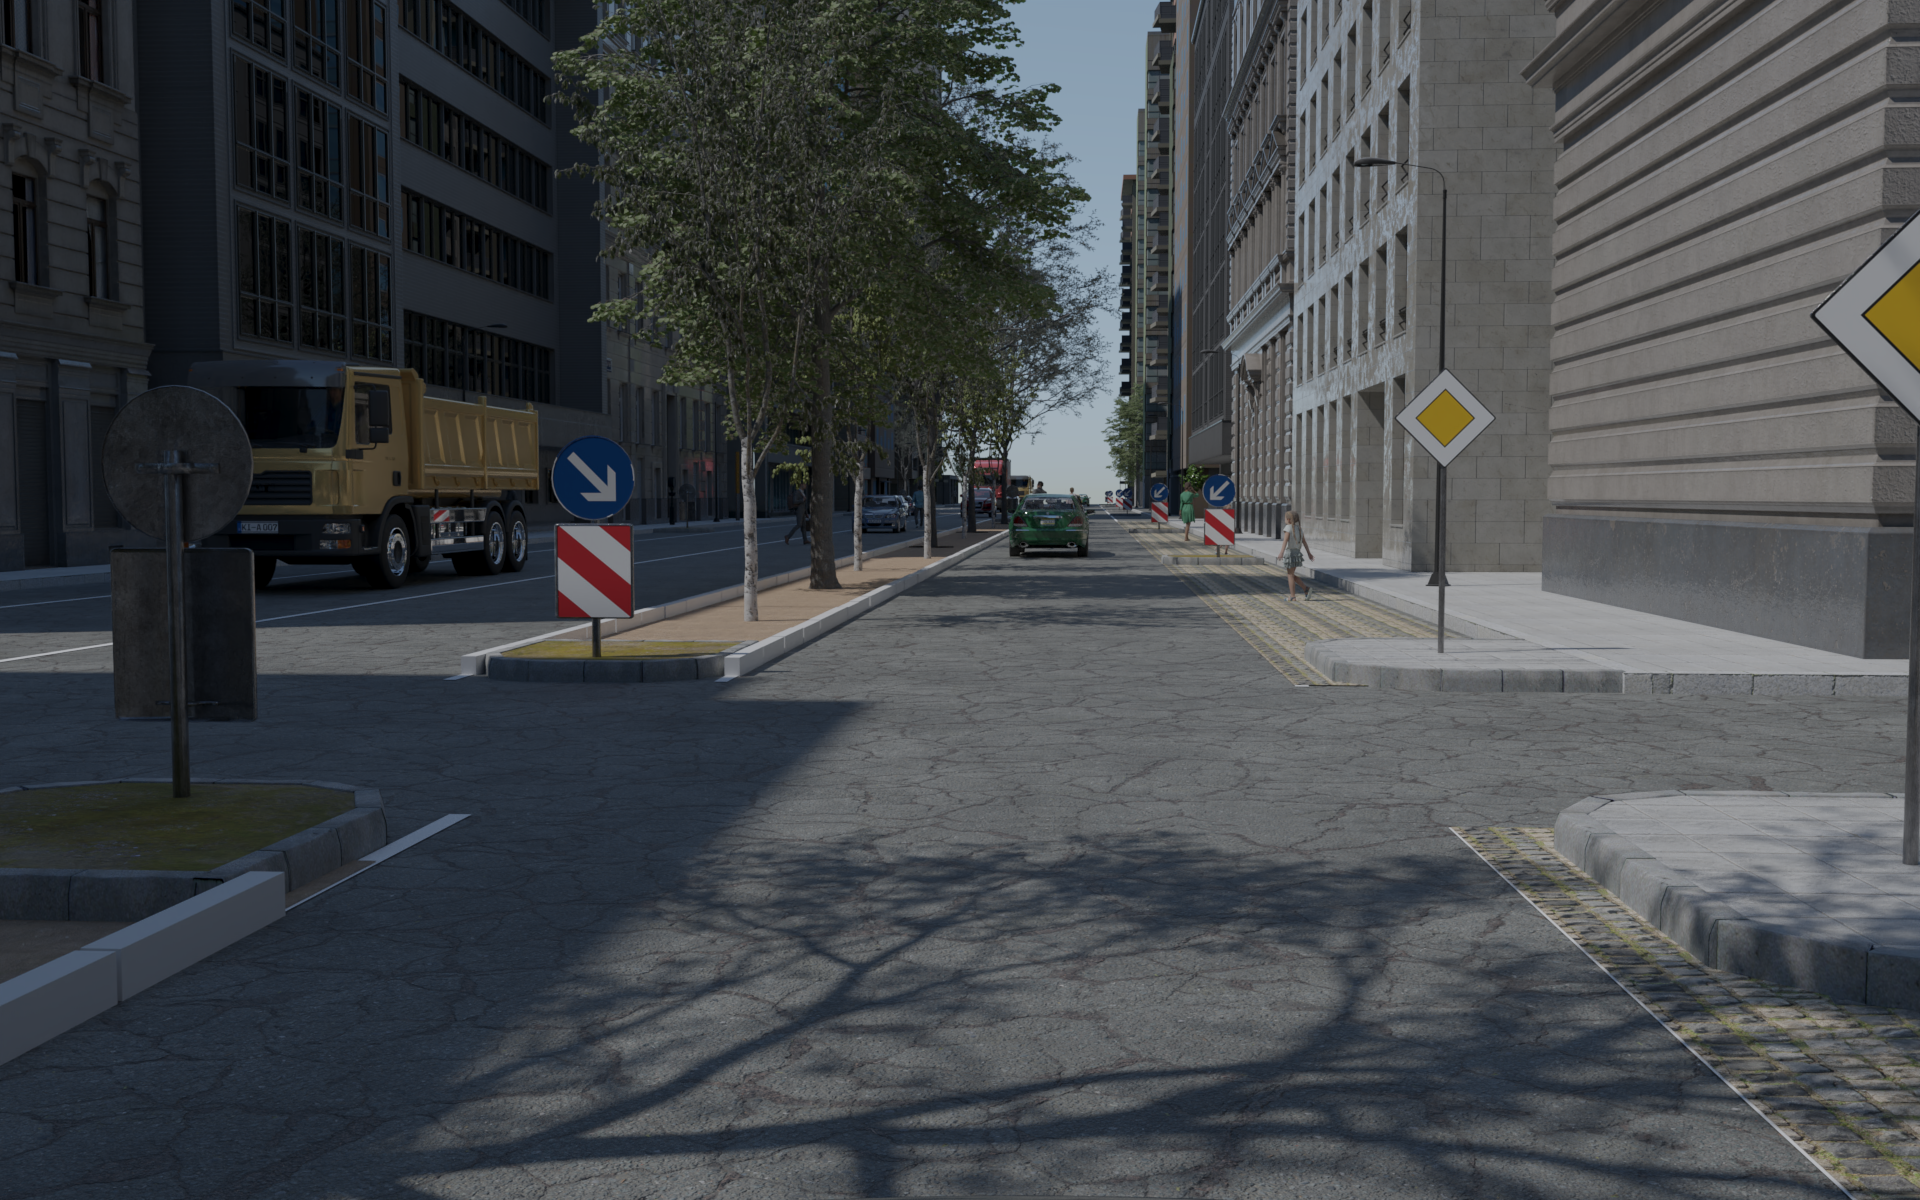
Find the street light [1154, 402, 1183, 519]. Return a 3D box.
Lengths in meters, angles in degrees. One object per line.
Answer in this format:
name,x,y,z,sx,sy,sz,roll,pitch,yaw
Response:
street light,10.709,-7.042,87.673,1.470,5.913,1.316,0,4,4

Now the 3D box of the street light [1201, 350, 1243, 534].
street light,8.438,-5.095,55.852,1.470,5.913,1.316,0,4,4

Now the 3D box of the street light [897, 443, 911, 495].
street light,-5.079,-11.249,156.459,1.470,5.913,1.316,0,4,4

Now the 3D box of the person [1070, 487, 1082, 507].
person,5.140,-4.218,78.139,0.731,1.740,0.598,1,4,10

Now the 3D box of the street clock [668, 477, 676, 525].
street clock,-11.961,-4.121,71.941,0.358,2.002,0.471,0,4,4

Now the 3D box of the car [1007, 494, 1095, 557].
car,2.139,-1.788,41.028,2.131,1.459,4.920,0,4,4

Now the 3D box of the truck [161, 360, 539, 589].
truck,-9.571,-1.977,28.244,3.469,3.379,9.791,0,4,4

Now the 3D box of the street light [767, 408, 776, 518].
street light,-9.688,-7.293,91.782,1.470,5.913,1.316,0,4,4

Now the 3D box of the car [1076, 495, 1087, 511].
car,5.332,-4.706,86.735,2.009,1.686,4.222,0,4,6

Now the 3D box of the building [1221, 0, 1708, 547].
building,14.179,-13.802,54.537,11.050,23.489,19.941,0,4,4

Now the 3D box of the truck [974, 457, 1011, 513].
truck,2.461,-8.923,134.801,2.839,4.237,11.283,0,4,5

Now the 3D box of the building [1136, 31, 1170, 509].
building,23.643,-28.933,156.654,14.154,41.232,14.086,0,4,4

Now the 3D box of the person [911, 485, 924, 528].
person,-1.734,-3.959,73.254,0.660,1.820,0.620,-1,4,-12

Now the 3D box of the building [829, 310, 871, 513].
building,-22.137,-17.267,127.355,27.650,21.520,28.899,0,4,4

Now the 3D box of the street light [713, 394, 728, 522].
street light,-10.618,-6.520,79.145,1.470,5.913,1.316,0,4,4

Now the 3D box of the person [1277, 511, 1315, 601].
person,4.430,-0.577,22.950,0.505,1.210,0.382,-3,5,-44

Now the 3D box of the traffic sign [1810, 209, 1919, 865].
traffic sign,3.292,-0.141,5.941,0.795,2.450,0.064,0,4,4

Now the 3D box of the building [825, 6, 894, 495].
building,-13.279,-30.424,147.550,14.600,45.320,14.200,0,4,4

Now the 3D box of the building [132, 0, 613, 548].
building,-20.630,-14.004,48.033,14.314,24.678,30.058,0,4,4

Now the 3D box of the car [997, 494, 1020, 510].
car,4.220,-8.912,154.387,2.281,1.827,5.304,0,4,4

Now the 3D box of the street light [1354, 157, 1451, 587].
street light,6.134,-3.149,24.033,1.470,5.913,1.316,0,4,4

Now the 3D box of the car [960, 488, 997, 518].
car,1.169,-6.041,107.439,2.281,1.827,5.304,0,4,4

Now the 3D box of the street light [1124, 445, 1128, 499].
street light,16.316,-11.775,165.069,1.470,5.913,1.316,0,4,4

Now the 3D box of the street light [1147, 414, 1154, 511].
street light,11.618,-7.849,100.880,1.470,5.913,1.316,0,4,4

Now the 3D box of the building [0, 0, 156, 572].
building,-20.700,-10.692,23.969,9.793,20.994,18.267,0,4,4

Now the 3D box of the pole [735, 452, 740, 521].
pole,-10.732,-5.486,83.545,0.158,3.312,0.155,0,3,0

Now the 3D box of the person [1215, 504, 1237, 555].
person,6.176,-1.630,40.172,0.505,1.210,0.382,-2,4,-35

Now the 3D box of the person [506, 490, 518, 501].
person,-11.615,-2.208,44.813,0.699,1.804,1.509,-1,4,-8

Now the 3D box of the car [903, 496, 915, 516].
car,-3.955,-6.144,113.033,1.945,1.354,3.894,0,4,6

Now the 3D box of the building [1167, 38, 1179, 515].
building,20.592,-20.892,113.280,14.160,30.474,14.107,0,4,4

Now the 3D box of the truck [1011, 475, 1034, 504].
truck,6.194,-11.318,180.974,3.469,3.379,9.791,0,4,5

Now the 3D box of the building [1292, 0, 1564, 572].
building,13.212,-11.077,35.855,10.420,20.320,16.860,0,4,4

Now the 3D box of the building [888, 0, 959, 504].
building,-10.694,-48.258,227.271,20.563,71.187,20.611,0,4,4

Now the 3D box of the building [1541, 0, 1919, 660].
building,16.576,-11.495,16.822,19.941,23.489,11.050,0,4,4

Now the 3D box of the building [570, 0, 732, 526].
building,-18.335,-17.054,76.099,12.463,27.353,25.104,0,4,4

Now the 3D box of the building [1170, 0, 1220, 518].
building,19.582,-27.439,98.735,14.600,45.320,14.200,0,4,4

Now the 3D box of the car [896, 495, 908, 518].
car,-4.123,-5.602,103.960,2.083,1.381,4.827,0,4,2

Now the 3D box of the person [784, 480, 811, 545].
person,-4.564,-2.494,49.249,0.822,1.834,0.622,0,4,5

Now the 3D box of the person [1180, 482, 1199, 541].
person,6.906,-2.681,52.588,0.600,1.795,0.529,2,4,32

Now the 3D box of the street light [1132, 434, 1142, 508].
street light,14.132,-9.828,133.225,1.470,5.913,1.316,0,4,4

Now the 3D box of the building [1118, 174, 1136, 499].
building,32.497,-35.328,232.229,22.147,44.769,28.867,0,4,4

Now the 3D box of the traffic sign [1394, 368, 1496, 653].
traffic sign,3.874,-0.628,13.904,0.795,2.450,0.064,0,4,4

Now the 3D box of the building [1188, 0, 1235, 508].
building,17.955,-17.287,76.149,14.314,27.812,24.014,0,4,4

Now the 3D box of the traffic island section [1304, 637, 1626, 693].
traffic island section,3.898,0.508,13.980,2.009,0.180,2.903,0,4,4

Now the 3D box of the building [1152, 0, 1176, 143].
building,26.116,-29.316,133.946,22.147,44.769,28.867,0,4,4

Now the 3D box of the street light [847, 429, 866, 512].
street light,-7.439,-9.280,124.273,1.470,5.913,1.316,0,4,4

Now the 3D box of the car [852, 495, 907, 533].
car,-2.998,-3.241,64.989,2.014,1.417,4.499,0,4,3

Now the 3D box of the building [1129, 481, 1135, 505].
building,36.433,-31.384,205.013,32.217,40.220,23.993,0,4,4

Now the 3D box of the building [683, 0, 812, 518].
building,-20.119,-29.200,101.114,21.300,48.544,21.600,0,4,4

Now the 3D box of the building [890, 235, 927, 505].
building,-10.821,-25.034,181.005,14.160,30.474,14.107,0,4,4

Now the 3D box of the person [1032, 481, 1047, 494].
person,2.433,-2.861,55.080,0.655,1.846,0.447,-2,4,-32

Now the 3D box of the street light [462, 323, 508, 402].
street light,-13.006,-4.574,47.332,1.470,5.913,1.316,0,4,4

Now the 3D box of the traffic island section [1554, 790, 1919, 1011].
traffic island section,3.316,0.995,6.016,2.009,0.180,2.903,0,4,4

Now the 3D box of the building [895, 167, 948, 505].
building,-13.000,-33.541,203.018,22.147,44.769,28.867,0,4,4

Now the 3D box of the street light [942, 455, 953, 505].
street light,-1.447,-14.332,206.874,1.470,5.913,1.316,0,4,4

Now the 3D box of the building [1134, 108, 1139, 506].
building,25.903,-30.757,186.476,14.154,41.232,14.086,0,4,4
